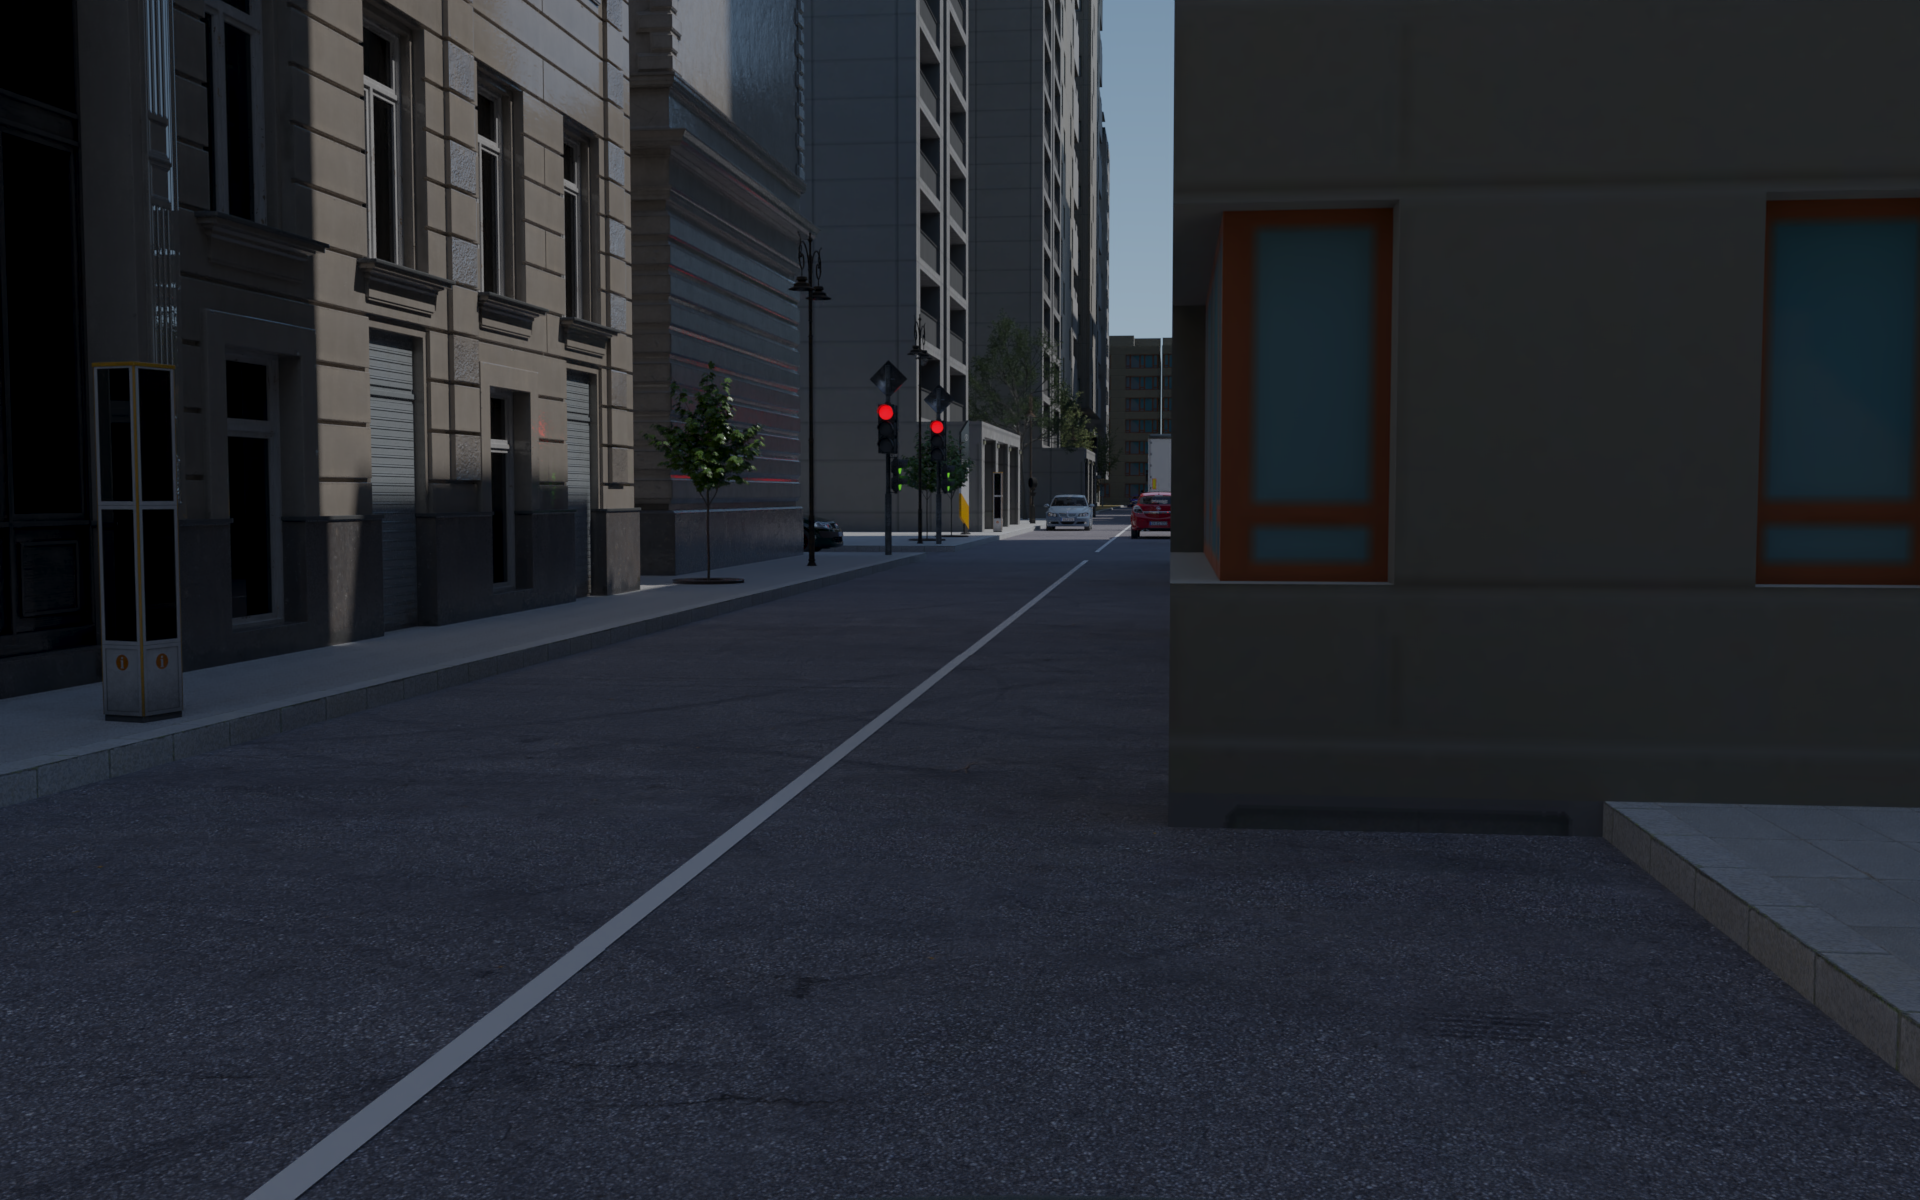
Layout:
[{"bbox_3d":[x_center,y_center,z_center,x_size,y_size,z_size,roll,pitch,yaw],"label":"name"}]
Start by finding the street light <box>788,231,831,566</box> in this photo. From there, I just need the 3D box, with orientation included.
[{"bbox_3d":[-2.645,-3.544,30.740,0.468,5.910,1.993,0,4,7],"label":"street light"}]

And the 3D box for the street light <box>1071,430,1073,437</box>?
[{"bbox_3d":[7.369,-8.576,113.009,0.468,5.910,1.993,0,4,7],"label":"street light"}]

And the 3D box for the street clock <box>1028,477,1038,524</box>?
[{"bbox_3d":[3.154,-4.312,75.070,0.358,2.002,0.471,-2,4,-26],"label":"street clock"}]

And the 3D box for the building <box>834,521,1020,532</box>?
[{"bbox_3d":[-8.147,-38.495,67.638,20.563,71.187,20.611,0,4,7],"label":"building"}]

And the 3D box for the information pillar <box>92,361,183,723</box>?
[{"bbox_3d":[-4.653,-0.326,9.815,0.304,2.012,0.304,1,4,20],"label":"information pillar"}]

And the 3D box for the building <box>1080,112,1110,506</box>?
[{"bbox_3d":[9.142,-30.856,188.090,14.086,41.232,14.154,0,4,7],"label":"building"}]

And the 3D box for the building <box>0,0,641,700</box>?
[{"bbox_3d":[-11.333,-13.073,11.007,12.463,27.353,25.104,0,4,7],"label":"building"}]

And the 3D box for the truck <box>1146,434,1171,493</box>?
[{"bbox_3d":[10.675,-5.976,86.614,2.839,4.237,11.283,0,4,7],"label":"truck"}]

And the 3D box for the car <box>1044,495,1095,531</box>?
[{"bbox_3d":[4.380,-3.494,69.126,2.014,1.417,4.499,0,4,6],"label":"car"}]

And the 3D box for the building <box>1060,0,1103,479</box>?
[{"bbox_3d":[-0.708,-34.955,160.754,28.713,52.752,27.495,0,4,7],"label":"building"}]

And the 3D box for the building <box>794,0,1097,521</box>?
[{"bbox_3d":[-2.363,-40.502,100.465,20.563,71.187,20.611,0,4,7],"label":"building"}]

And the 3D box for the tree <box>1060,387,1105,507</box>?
[{"bbox_3d":[7.191,-10.151,116.327,4.737,8.622,4.395,0,3,0],"label":"tree"}]

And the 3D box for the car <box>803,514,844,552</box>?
[{"bbox_3d":[-4.898,-1.938,41.473,4.222,1.686,2.009,0,4,7],"label":"car"}]

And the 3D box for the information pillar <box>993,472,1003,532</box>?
[{"bbox_3d":[1.277,-3.295,58.367,0.304,2.012,0.304,0,4,6],"label":"information pillar"}]

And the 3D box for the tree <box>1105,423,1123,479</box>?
[{"bbox_3d":[14.609,-13.868,177.111,4.737,8.622,4.395,0,3,0],"label":"tree"}]

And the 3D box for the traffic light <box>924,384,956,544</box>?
[{"bbox_3d":[-0.527,-3.386,44.289,0.839,4.253,0.868,0,4,7],"label":"traffic light"}]

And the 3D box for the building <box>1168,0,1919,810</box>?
[{"bbox_3d":[16.363,-10.667,19.443,27.650,21.520,28.899,0,4,7],"label":"building"}]

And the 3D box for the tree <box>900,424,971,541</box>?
[{"bbox_3d":[-0.784,-3.246,47.677,1.663,3.219,1.824,0,3,0],"label":"tree"}]

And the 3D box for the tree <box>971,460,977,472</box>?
[{"bbox_3d":[-0.391,-3.492,51.689,1.663,3.219,1.824,0,3,0],"label":"tree"}]

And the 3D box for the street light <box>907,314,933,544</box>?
[{"bbox_3d":[-1.031,-4.392,44.596,0.468,5.910,1.993,0,4,7],"label":"street light"}]

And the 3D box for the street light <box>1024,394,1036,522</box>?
[{"bbox_3d":[3.224,-6.490,78.897,0.468,5.910,1.993,0,4,7],"label":"street light"}]

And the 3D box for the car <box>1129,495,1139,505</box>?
[{"bbox_3d":[19.536,-10.864,190.210,1.945,1.354,3.894,0,4,6],"label":"car"}]

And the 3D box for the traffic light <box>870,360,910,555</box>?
[{"bbox_3d":[-1.491,-2.902,36.362,0.839,4.253,0.868,0,4,7],"label":"traffic light"}]

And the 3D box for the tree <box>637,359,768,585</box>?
[{"bbox_3d":[-3.507,-1.853,24.894,1.663,3.219,1.824,0,3,0],"label":"tree"}]

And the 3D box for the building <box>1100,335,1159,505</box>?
[{"bbox_3d":[10.592,-22.764,217.227,28.899,21.520,27.650,0,4,7],"label":"building"}]

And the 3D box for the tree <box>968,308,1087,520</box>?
[{"bbox_3d":[2.951,-9.339,87.112,7.601,10.594,8.767,1,4,11],"label":"tree"}]

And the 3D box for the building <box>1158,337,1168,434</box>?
[{"bbox_3d":[39.410,-22.515,213.160,28.899,21.520,27.650,0,4,7],"label":"building"}]

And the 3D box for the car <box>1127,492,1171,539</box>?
[{"bbox_3d":[6.548,-2.925,56.861,2.155,1.783,4.494,0,4,7],"label":"car"}]

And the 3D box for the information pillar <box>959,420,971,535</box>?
[{"bbox_3d":[0.134,-3.876,54.724,0.183,3.616,0.504,2,4,31],"label":"information pillar"}]

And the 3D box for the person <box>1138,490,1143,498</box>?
[{"bbox_3d":[18.691,-10.366,177.612,0.705,1.869,1.348,-3,5,-45],"label":"person"}]

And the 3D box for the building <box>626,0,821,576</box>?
[{"bbox_3d":[-13.058,-12.442,32.297,19.941,23.489,11.050,0,4,7],"label":"building"}]
